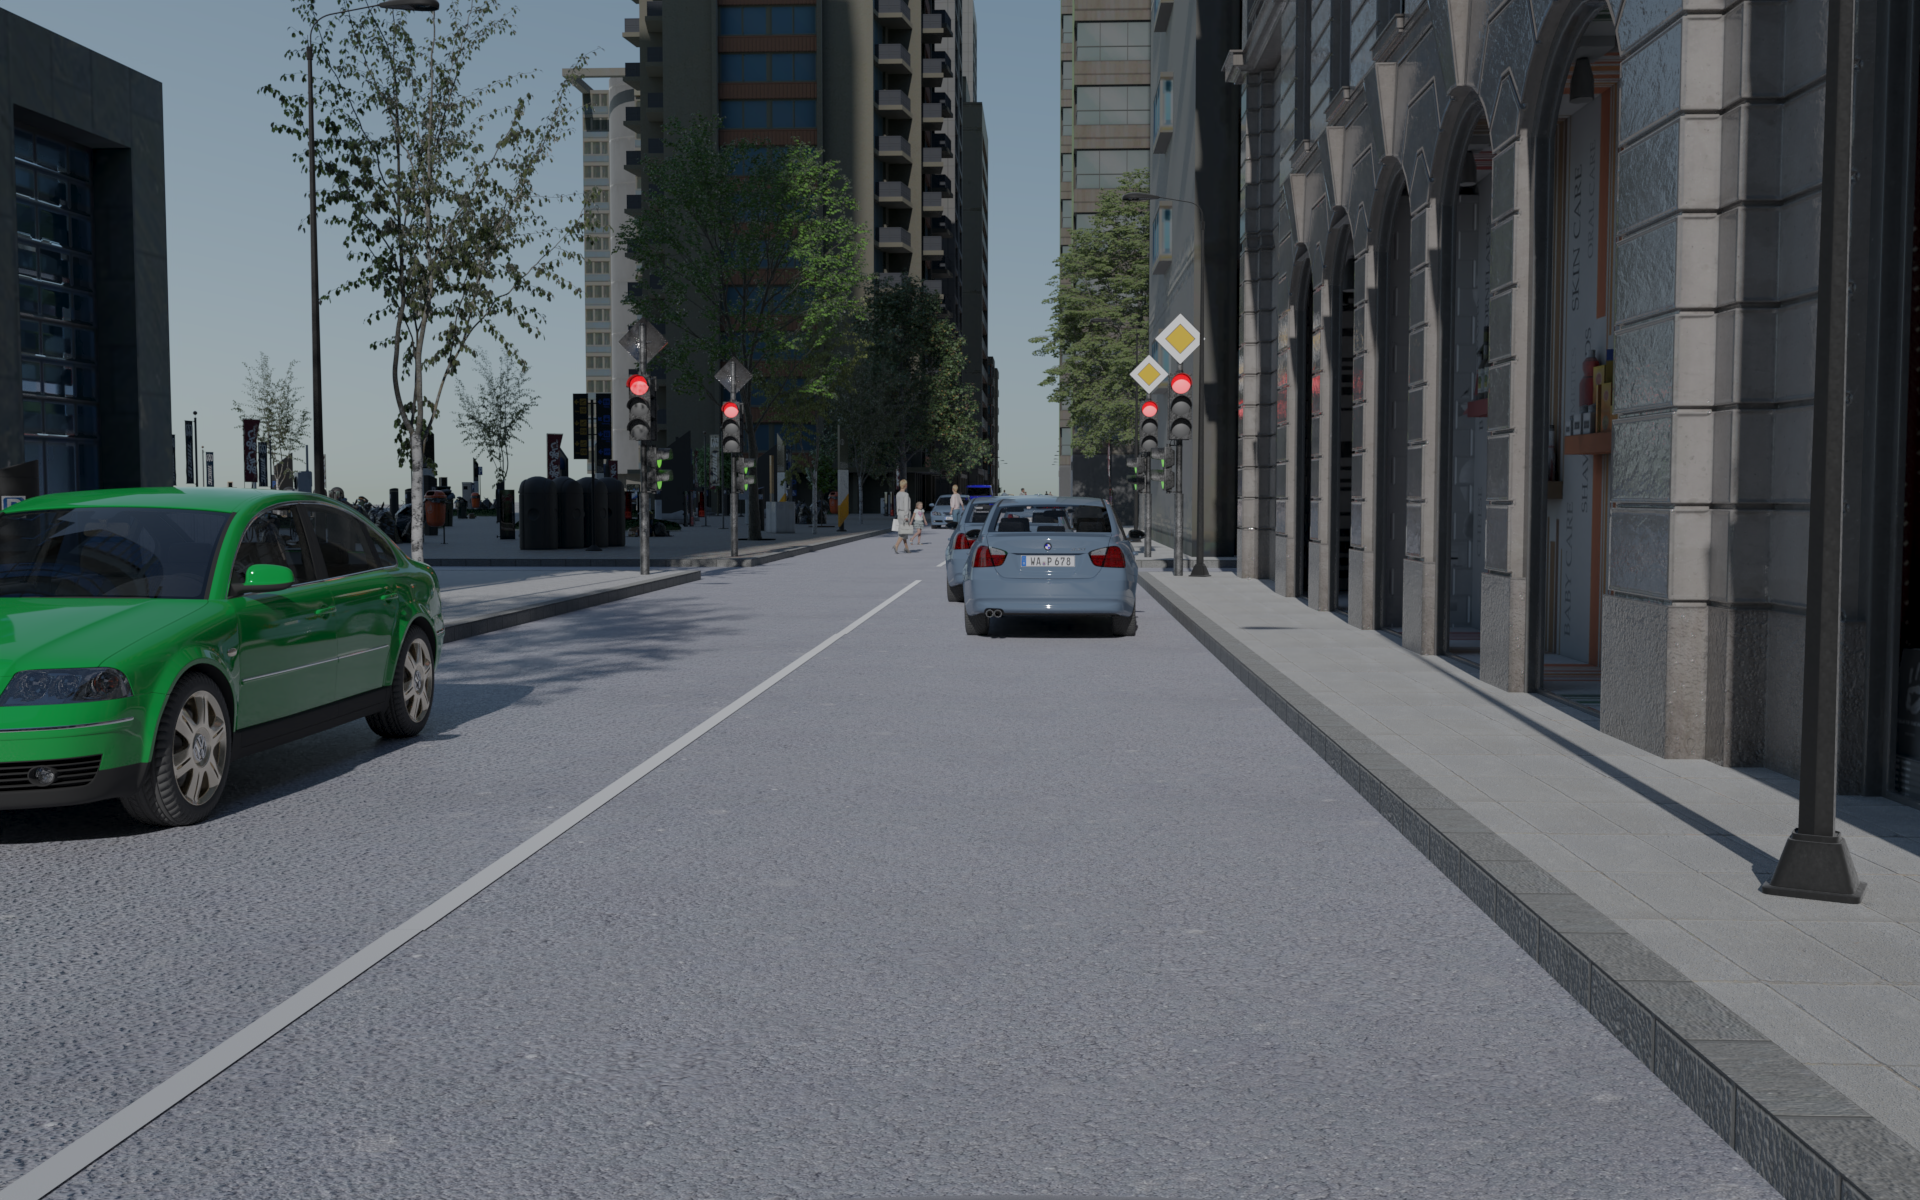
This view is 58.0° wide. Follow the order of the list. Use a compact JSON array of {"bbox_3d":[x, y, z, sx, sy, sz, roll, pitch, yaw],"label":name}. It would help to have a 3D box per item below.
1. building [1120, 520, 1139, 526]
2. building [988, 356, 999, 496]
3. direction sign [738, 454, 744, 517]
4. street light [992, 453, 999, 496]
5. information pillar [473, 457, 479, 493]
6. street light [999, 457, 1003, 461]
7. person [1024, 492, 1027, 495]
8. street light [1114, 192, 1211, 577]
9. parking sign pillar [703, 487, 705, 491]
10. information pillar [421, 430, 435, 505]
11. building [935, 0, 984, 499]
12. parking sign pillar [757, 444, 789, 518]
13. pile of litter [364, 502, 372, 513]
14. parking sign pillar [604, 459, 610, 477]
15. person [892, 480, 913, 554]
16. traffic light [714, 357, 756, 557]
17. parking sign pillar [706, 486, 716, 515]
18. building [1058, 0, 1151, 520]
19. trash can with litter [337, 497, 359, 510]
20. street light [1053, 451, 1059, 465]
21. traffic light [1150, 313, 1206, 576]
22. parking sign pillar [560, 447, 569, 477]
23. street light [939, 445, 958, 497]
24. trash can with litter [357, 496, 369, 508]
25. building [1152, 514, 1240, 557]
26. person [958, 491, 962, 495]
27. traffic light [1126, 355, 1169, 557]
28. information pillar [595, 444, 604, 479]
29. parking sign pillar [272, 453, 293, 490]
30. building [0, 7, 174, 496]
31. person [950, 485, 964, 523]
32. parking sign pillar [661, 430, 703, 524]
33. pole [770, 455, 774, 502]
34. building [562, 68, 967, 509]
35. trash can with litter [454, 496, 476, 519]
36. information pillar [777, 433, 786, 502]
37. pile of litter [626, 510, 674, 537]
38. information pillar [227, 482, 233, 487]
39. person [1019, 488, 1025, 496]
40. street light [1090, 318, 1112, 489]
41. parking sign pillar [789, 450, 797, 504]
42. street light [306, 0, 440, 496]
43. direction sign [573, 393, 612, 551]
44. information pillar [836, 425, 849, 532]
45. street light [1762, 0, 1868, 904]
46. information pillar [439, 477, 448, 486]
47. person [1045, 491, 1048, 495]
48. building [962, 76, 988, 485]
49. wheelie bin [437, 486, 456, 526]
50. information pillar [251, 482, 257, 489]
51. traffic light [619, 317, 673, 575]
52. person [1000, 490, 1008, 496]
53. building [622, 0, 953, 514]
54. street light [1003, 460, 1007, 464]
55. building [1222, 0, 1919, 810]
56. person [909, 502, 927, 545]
[{"bbox_3d":[11.905,-23.974,75.566,14.154,41.232,14.086,0,4,3],"label":"building"},{"bbox_3d":[-8.973,-23.685,232.295,27.650,21.520,28.899,0,4,3],"label":"building"},{"bbox_3d":[-12.286,-6.426,97.070,0.379,3.537,0.876,-2,4,-23],"label":"direction sign"},{"bbox_3d":[3.316,-13.608,195.030,1.470,5.913,1.316,0,4,3],"label":"street light"},{"bbox_3d":[-30.926,-7.297,110.660,0.183,3.616,0.504,1,4,21],"label":"information pillar"},{"bbox_3d":[4.271,-14.908,216.282,1.470,5.913,1.316,0,4,3],"label":"street light"},{"bbox_3d":[8.371,-12.767,217.963,0.721,1.743,1.217,2,4,24],"label":"person"},{"bbox_3d":[3.193,-3.319,26.807,1.470,5.913,1.316,0,4,3],"label":"street light"},{"bbox_3d":[-13.089,-5.730,82.165,1.447,3.967,1.447,0,4,7],"label":"parking sign pillar"},{"bbox_3d":[-17.143,-3.938,55.747,0.183,3.616,0.504,3,5,43],"label":"information pillar"},{"bbox_3d":[-5.675,-49.976,255.357,20.563,71.187,20.611,0,4,3],"label":"building"},{"bbox_3d":[-10.232,-6.359,92.449,1.447,3.967,1.447,1,4,19],"label":"parking sign pillar"},{"bbox_3d":[-32.994,-5.009,95.855,1.176,0.858,1.719,-2,4,-25],"label":"pile of litter"},{"bbox_3d":[-22.670,-7.488,110.904,1.447,3.967,1.447,0,4,-3],"label":"parking sign pillar"},{"bbox_3d":[-1.406,-2.006,41.658,0.624,1.780,0.694,-1,4,-23],"label":"person"},{"bbox_3d":[-4.610,-2.844,35.420,0.839,4.253,0.868,0,4,3],"label":"traffic light"},{"bbox_3d":[-15.570,-7.135,105.135,1.447,3.967,1.447,1,4,17],"label":"parking sign pillar"},{"bbox_3d":[12.918,-25.612,102.353,14.154,41.232,14.086,0,4,3],"label":"building"},{"bbox_3d":[-17.787,-2.410,50.458,1.678,1.210,2.233,0,4,-4],"label":"trash can with litter"},{"bbox_3d":[11.061,-13.060,186.074,1.470,5.913,1.316,0,4,3],"label":"street light"},{"bbox_3d":[3.406,-2.332,27.055,0.839,4.253,0.868,0,4,3],"label":"traffic light"},{"bbox_3d":[-20.712,-6.183,89.557,1.447,3.967,1.447,-3,5,-39],"label":"parking sign pillar"},{"bbox_3d":[-0.750,-8.561,112.521,1.470,5.913,1.316,0,4,3],"label":"street light"},{"bbox_3d":[-35.329,-5.598,102.912,0.624,1.170,1.055,1,4,23],"label":"trash can with litter"},{"bbox_3d":[15.721,-25.700,43.896,21.600,48.544,21.300,0,4,3],"label":"building"},{"bbox_3d":[-0.017,-6.043,109.105,0.330,1.601,0.589,0,4,7],"label":"person"},{"bbox_3d":[3.792,-2.820,35.031,0.839,4.253,0.868,0,4,3],"label":"traffic light"},{"bbox_3d":[-14.203,-4.705,68.281,0.183,3.616,0.504,2,4,24],"label":"information pillar"},{"bbox_3d":[-43.808,-7.557,112.030,1.447,3.967,1.447,2,4,32],"label":"parking sign pillar"},{"bbox_3d":[-28.490,-42.927,14.528,31.000,86.520,22.319,0,4,3],"label":"building"},{"bbox_3d":[0.012,-3.013,58.437,0.598,1.740,0.731,1,4,18],"label":"person"},{"bbox_3d":[-12.029,-5.213,73.711,1.447,3.967,1.447,1,4,13],"label":"parking sign pillar"},{"bbox_3d":[-9.936,-5.970,91.447,0.158,3.312,0.155,0,3,0],"label":"pole"},{"bbox_3d":[-15.715,-28.120,151.640,32.217,40.220,23.993,0,4,3],"label":"building"},{"bbox_3d":[-25.644,-4.795,89.786,0.624,1.170,1.055,3,5,40],"label":"trash can with litter"},{"bbox_3d":[-6.841,-4.590,66.401,0.183,3.616,0.504,-3,5,-41],"label":"information pillar"},{"bbox_3d":[-9.491,-2.334,52.123,1.719,0.858,1.176,0,4,-3],"label":"pile of litter"},{"bbox_3d":[-43.103,-5.983,102.321,0.304,2.012,0.304,-2,4,-29],"label":"information pillar"},{"bbox_3d":[3.671,-5.778,103.236,0.850,1.792,0.678,1,4,10],"label":"person"},{"bbox_3d":[4.124,-4.481,45.807,1.470,5.913,1.316,0,4,3],"label":"street light"},{"bbox_3d":[-10.116,-6.999,102.912,1.447,3.967,1.447,-2,4,-27],"label":"parking sign pillar"},{"bbox_3d":[-5.551,-2.679,16.338,1.470,5.913,1.316,0,4,3],"label":"street light"},{"bbox_3d":[-8.261,-2.873,38.976,0.876,3.537,0.379,0,4,5],"label":"direction sign"},{"bbox_3d":[-4.009,-4.156,59.301,0.183,3.616,0.504,2,4,35],"label":"information pillar"},{"bbox_3d":[2.221,-2.013,5.449,1.470,5.913,1.316,0,4,3],"label":"street light"},{"bbox_3d":[-22.217,-4.282,74.504,0.304,2.012,0.304,-2,4,-32],"label":"information pillar"},{"bbox_3d":[12.615,-14.985,253.139,1.348,1.869,0.705,-3,4,-36],"label":"person"},{"bbox_3d":[-7.652,-35.593,205.648,21.300,48.544,21.600,0,4,3],"label":"building"},{"bbox_3d":[-20.409,-3.709,68.544,0.980,1.594,0.693,-3,5,-42],"label":"wheelie bin"},{"bbox_3d":[-27.370,-4.634,67.124,0.183,3.616,0.504,-2,4,-35],"label":"information pillar"},{"bbox_3d":[-4.996,-2.356,27.445,0.839,4.253,0.868,0,4,3],"label":"traffic light"},{"bbox_3d":[4.079,-9.181,158.595,1.348,1.826,0.705,1,4,20],"label":"person"},{"bbox_3d":[-11.924,-28.763,124.906,22.147,44.769,28.867,0,4,3],"label":"building"},{"bbox_3d":[5.385,-16.205,237.493,1.470,5.913,1.316,0,4,3],"label":"street light"},{"bbox_3d":[9.606,-10.561,14.480,13.314,21.916,24.055,0,4,3],"label":"building"},{"bbox_3d":[-1.165,-2.160,48.824,0.505,1.210,0.382,-3,5,-44],"label":"person"}]
